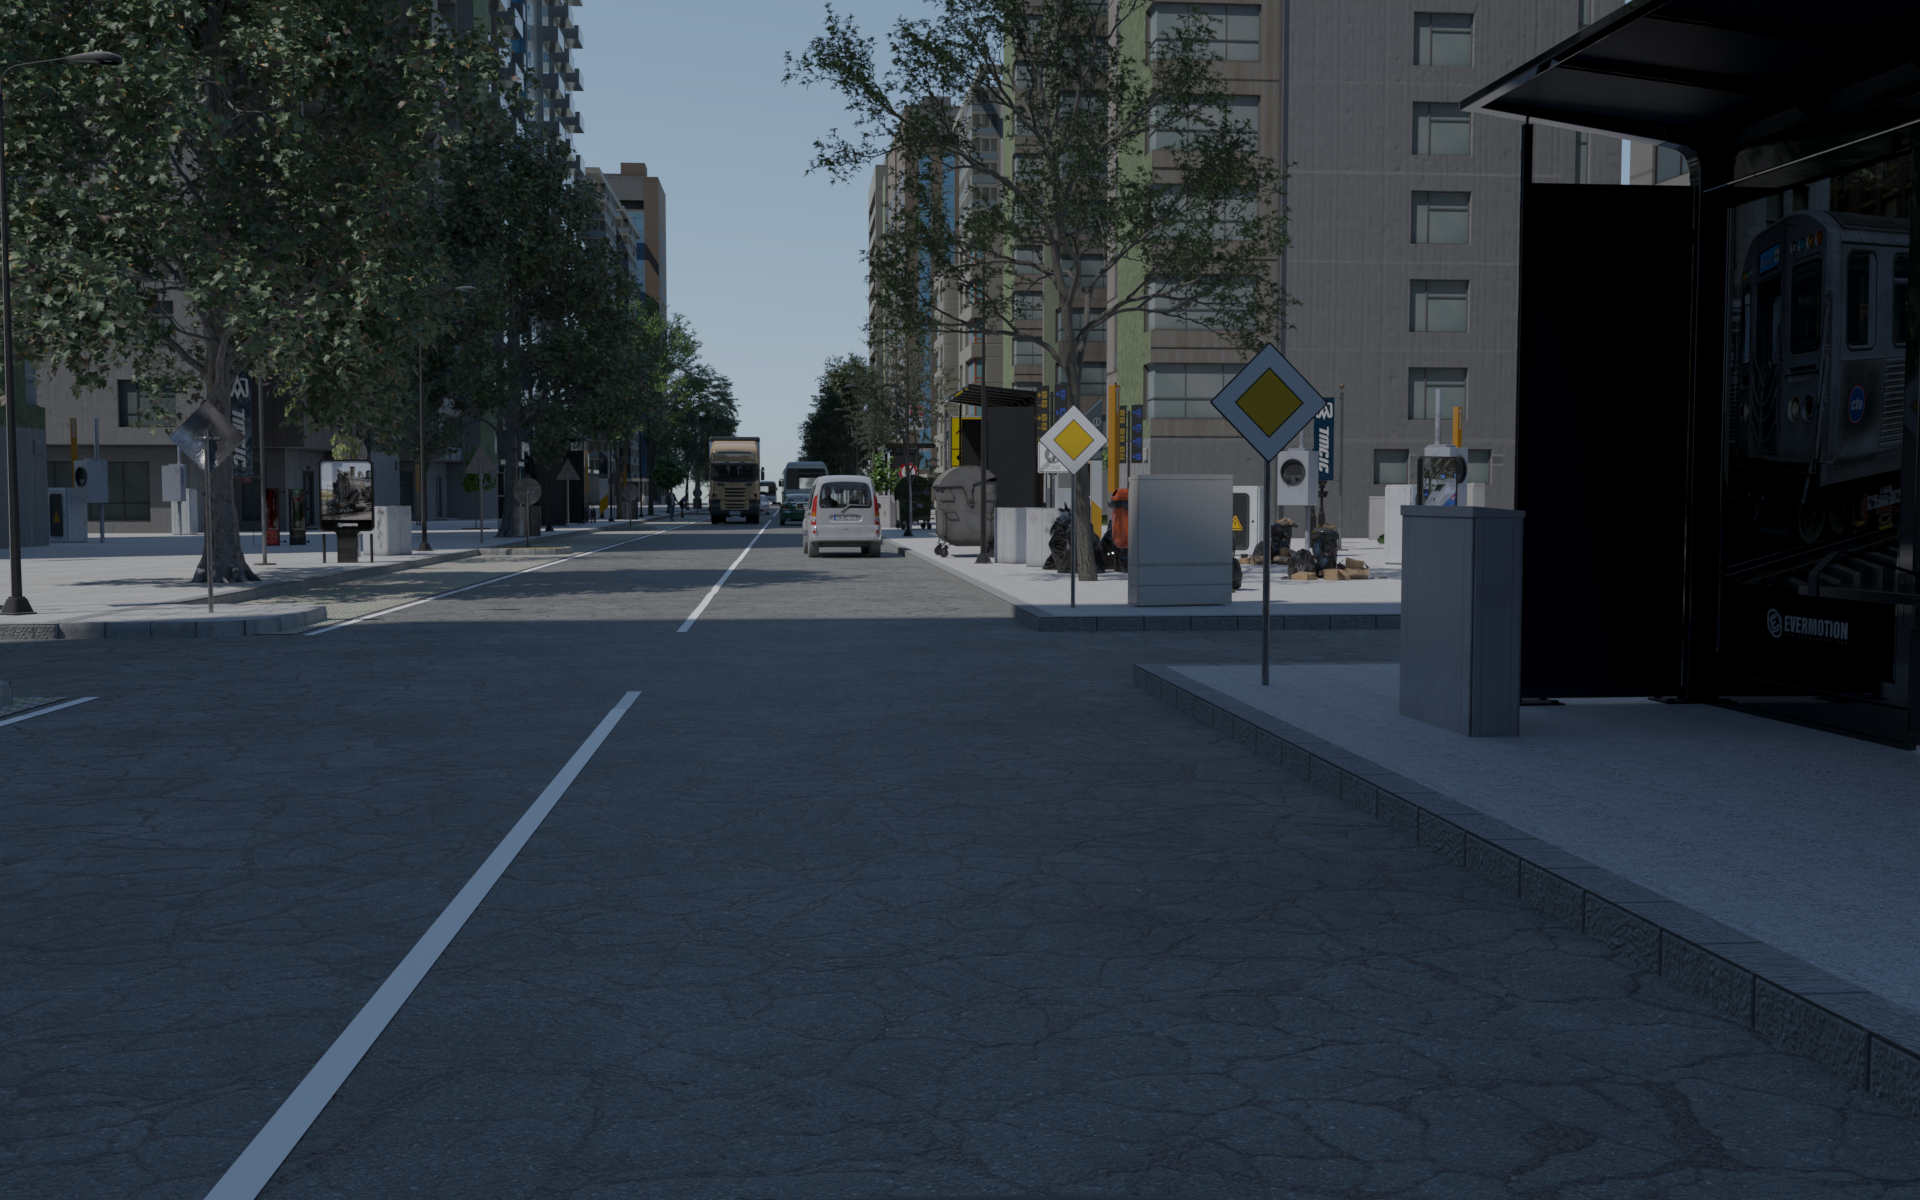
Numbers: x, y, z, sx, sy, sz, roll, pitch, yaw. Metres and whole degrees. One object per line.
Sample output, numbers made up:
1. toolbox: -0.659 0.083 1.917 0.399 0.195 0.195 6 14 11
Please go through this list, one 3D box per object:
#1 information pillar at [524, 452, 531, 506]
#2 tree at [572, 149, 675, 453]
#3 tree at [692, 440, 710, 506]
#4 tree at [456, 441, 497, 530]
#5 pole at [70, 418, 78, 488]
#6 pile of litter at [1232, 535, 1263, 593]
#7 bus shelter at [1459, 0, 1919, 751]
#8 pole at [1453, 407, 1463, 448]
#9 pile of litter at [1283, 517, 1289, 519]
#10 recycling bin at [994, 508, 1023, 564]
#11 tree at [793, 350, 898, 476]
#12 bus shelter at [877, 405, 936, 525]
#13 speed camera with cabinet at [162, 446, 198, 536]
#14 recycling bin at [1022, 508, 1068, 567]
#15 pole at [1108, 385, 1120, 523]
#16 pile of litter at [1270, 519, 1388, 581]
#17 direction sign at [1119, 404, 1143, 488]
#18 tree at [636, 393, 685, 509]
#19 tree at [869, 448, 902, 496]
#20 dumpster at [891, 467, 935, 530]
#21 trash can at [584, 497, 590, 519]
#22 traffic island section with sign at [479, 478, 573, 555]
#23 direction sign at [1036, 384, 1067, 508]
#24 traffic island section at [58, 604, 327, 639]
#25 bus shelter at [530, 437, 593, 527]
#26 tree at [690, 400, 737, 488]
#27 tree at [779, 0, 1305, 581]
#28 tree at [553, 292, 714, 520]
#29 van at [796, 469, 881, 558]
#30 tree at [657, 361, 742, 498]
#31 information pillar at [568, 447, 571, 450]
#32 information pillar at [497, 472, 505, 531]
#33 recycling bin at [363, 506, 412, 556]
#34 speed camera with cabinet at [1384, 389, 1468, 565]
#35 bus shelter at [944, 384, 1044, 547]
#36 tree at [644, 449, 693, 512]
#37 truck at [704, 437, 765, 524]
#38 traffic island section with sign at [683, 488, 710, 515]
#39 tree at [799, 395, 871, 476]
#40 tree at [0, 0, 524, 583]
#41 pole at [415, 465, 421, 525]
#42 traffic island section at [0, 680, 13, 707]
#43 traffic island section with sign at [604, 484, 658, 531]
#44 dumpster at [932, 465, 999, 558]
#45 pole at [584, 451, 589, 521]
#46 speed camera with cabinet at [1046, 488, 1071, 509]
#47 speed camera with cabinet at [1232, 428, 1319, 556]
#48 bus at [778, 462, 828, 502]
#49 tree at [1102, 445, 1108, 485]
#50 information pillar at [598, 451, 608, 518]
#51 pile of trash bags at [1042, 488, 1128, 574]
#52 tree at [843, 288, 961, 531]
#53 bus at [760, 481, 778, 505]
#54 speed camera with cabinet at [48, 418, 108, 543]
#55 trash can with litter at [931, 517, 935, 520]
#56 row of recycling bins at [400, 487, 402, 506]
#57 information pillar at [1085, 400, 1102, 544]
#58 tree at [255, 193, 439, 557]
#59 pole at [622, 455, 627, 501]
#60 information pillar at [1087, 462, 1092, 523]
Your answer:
1. information pillar: -23.205 -6.223 93.095 0.504 3.616 0.183 1 4 21
2. tree: -13.280 -8.218 51.379 9.611 12.733 9.660 0 3 0
3. tree: -26.762 -14.271 183.698 4.360 8.622 3.978 0 3 0
4. tree: -17.589 -4.155 62.532 1.663 3.219 1.824 0 3 0
5. pole: -23.841 -3.231 46.666 0.158 3.312 0.155 0 3 0
6. pile of litter: 3.184 -0.548 22.925 1.176 0.858 1.719 2 4 32
7. bus shelter: 4.141 -0.992 7.503 1.731 3.624 6.357 0 4 -6
8. pole: 11.642 -2.860 40.599 0.158 3.312 0.155 0 3 0
9. pile of litter: 5.765 -1.076 31.559 1.176 0.858 1.719 -3 4 -38
10. recycling bin: 1.112 -1.198 32.143 0.722 1.027 0.722 -2 4 -31
11. tree: -8.793 -13.535 138.308 9.611 12.733 9.660 0 3 0
12. bus shelter: -2.423 -5.977 75.353 2.179 5.291 8.768 0 4 -6
13. speed camera with cabinet: -24.441 -3.663 54.229 0.660 3.252 2.038 -1 4 -11
14. recycling bin: 1.647 -1.098 30.507 0.722 1.027 0.722 3 4 36
15. pole: 2.879 -2.360 32.432 0.158 3.312 0.155 0 3 0
16. pile of litter: 5.658 -0.744 26.136 1.719 0.858 1.176 0 4 0
17. direction sign: 4.295 -3.187 44.113 0.876 3.537 0.379 3 5 45
18. tree: -23.773 -13.184 149.970 8.767 10.594 7.601 -1 4 -19
19. tree: -3.173 -4.546 68.928 1.663 3.219 1.824 0 3 0
20. dumpster: -1.709 -3.702 63.025 1.502 2.255 1.985 0 4 -5
21. trash can: -18.446 -4.473 84.794 0.748 1.137 0.748 0 3 0
22. traffic island section with sign: -10.311 -1.997 41.279 1.989 1.847 2.006 0 4 -6
23. direction sign: 1.906 -2.695 36.055 0.379 3.537 0.876 -3 5 -42
24. traffic island section: -8.101 0.220 18.687 2.009 0.180 2.903 0 4 -6
25. bus shelter: -16.211 -4.858 70.709 1.731 3.624 6.357 0 4 -5
26. tree: -29.717 -17.690 207.351 7.486 12.596 7.792 0 3 0
27. tree: 1.581 -5.566 25.424 7.601 10.594 8.767 1 4 23
28. tree: -16.968 -9.839 86.617 9.928 11.665 9.643 0 3 0
29. van: -2.795 -2.046 40.471 2.013 2.044 4.112 0 4 -7
30. tree: -25.415 -15.961 167.612 9.857 13.997 8.962 0 3 0
31. information pillar: -18.681 -5.559 82.252 0.504 3.616 0.183 -1 4 -17
32. information pillar: -15.410 -3.300 58.441 0.304 2.012 0.304 1 4 14
33. recycling bin: -12.017 -1.455 36.339 0.722 1.027 0.722 2 4 27
34. speed camera with cabinet: 8.635 -2.304 32.000 0.660 3.252 2.038 3 5 45
35. bus shelter: 0.754 -2.982 40.044 1.731 3.624 6.357 0 4 -5
36. tree: -21.307 -8.720 126.278 4.285 4.588 4.351 0 3 0
37. truck: -11.270 -5.992 86.876 2.839 4.237 11.283 0 4 -7
38. traffic island section with sign: -17.731 -6.654 117.423 1.989 1.847 2.006 0 4 -6
39. tree: -11.447 -15.090 164.848 7.486 12.596 7.792 0 3 0
40. tree: -10.809 -6.601 24.939 9.611 12.733 9.660 0 3 0
41. pole: -22.194 -4.712 70.883 0.158 3.312 0.155 0 3 0
42. traffic island section: -7.327 0.706 10.739 2.009 0.180 2.903 0 4 -6
43. traffic island section with sign: -12.925 -3.638 68.108 1.989 1.847 2.006 0 4 -6
44. dumpster: 0.120 -1.823 35.569 1.264 1.857 1.865 0 4 -5
45. pole: -17.596 -5.370 81.644 0.158 3.312 0.155 0 3 0
46. speed camera with cabinet: 2.498 -3.322 48.657 2.038 3.252 0.660 -1 4 -22
47. speed camera with cabinet: 6.300 -2.524 35.601 2.038 3.252 0.660 2 4 34
48. bus: -9.479 -6.734 104.962 2.948 3.499 13.247 0 4 -6
49. tree: 7.854 -5.810 78.713 4.285 4.588 4.351 0 3 0
50. information pillar: -18.853 -6.124 91.482 0.504 3.616 0.183 -2 4 -35
51. pile of trash bags: 2.455 -1.129 28.209 1.912 1.369 3.447 0 4 -5
52. tree: -1.777 -6.623 58.641 4.360 8.622 3.978 0 3 0
53. bus: -26.521 -14.898 238.435 2.948 3.499 13.247 0 4 -5
54. speed camera with cabinet: -23.218 -3.132 45.540 2.038 3.252 0.660 2 4 35
55. trash can with litter: -1.912 -4.591 86.125 2.233 1.210 1.678 2 4 34
56. row of recycling bins: -24.797 -4.174 75.355 1.069 1.692 3.534 -1 4 -15
57. information pillar: 3.303 -3.155 42.944 0.504 3.616 0.183 -1 4 -19
58. tree: -12.513 -5.174 34.956 4.737 8.622 4.395 0 3 0
59. pole: -17.667 -5.954 91.195 0.158 3.312 0.155 0 3 0
60. information pillar: 2.852 -2.158 39.771 0.304 2.012 0.304 0 4 -5
